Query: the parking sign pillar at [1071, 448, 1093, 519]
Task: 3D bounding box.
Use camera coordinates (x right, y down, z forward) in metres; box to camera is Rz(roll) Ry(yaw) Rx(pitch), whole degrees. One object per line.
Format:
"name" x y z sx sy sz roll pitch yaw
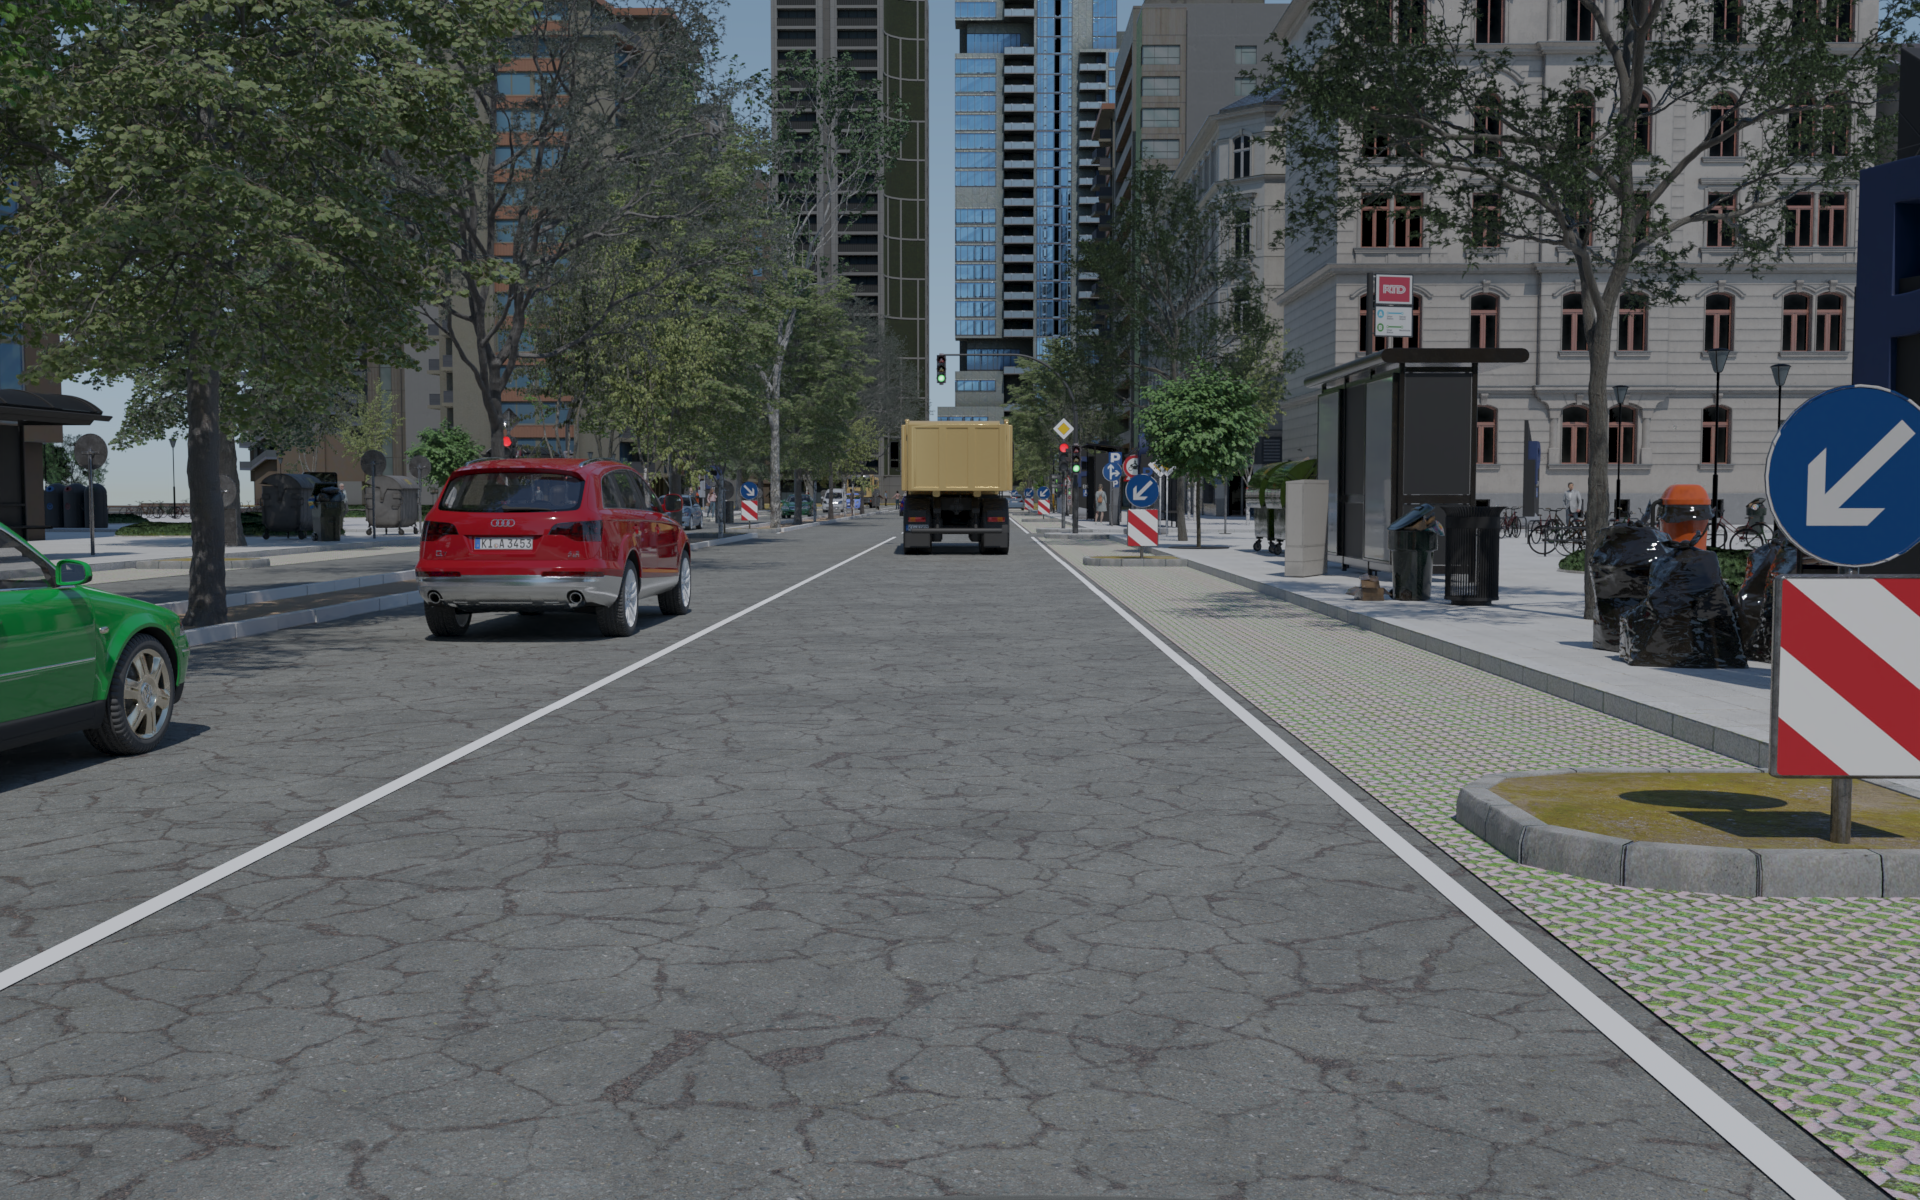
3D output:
"parking sign pillar" 6.496 -6.181 89.530 1.447 3.967 1.447 0 4 -5

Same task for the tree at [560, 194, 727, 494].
"tree" -7.554 -5.436 41.697 4.737 8.622 4.395 0 3 0

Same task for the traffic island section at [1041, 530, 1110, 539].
"traffic island section" 3.757 -2.077 56.247 2.009 0.180 2.903 0 4 1

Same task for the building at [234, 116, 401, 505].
"building" -73.775 -33.651 200.298 14.200 45.320 14.600 0 4 1

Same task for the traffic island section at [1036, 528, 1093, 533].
"traffic island section" 3.854 -2.566 64.231 2.009 0.180 2.903 0 4 1

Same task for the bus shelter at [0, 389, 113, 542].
"bus shelter" -18.326 -2.370 32.680 2.014 3.302 5.546 0 4 1

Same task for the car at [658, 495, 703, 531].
"car" -11.404 -3.516 69.481 2.014 1.417 4.499 0 4 0

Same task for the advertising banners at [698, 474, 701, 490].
"advertising banners" -17.805 -7.361 116.543 0.090 3.025 2.074 1 4 13

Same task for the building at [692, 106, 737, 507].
"building" -30.831 -30.155 176.627 14.154 41.232 14.086 0 4 1

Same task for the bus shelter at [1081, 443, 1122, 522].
"bus shelter" 6.697 -5.574 82.416 1.731 3.624 6.357 0 4 1

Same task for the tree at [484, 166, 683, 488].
"tree" -8.384 -5.153 37.067 4.360 8.622 3.978 0 3 0

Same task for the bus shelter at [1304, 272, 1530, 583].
"bus shelter" 7.158 -3.150 29.137 2.179 5.291 8.768 0 4 1

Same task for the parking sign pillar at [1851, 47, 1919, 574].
"parking sign pillar" 5.726 -1.311 9.908 1.447 3.967 1.447 -1 4 -11

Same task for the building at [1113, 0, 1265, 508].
"building" 26.307 -33.224 166.920 21.300 48.544 21.600 0 4 1

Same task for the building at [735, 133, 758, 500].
"building" -38.180 -33.131 196.324 28.867 44.769 22.147 0 4 1

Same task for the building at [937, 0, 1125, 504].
"building" 11.030 -56.735 240.280 31.000 86.520 22.319 0 4 1

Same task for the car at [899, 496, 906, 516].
"car" -3.051 -6.170 113.465 1.945 1.354 3.894 0 4 1

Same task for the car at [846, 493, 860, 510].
"car" -9.698 -8.967 156.196 1.945 1.707 3.694 0 4 2

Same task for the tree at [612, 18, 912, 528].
"tree" -8.596 -12.921 69.609 12.611 20.169 13.585 0 3 0

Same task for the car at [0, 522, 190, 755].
"car" -5.405 0.037 8.187 1.959 1.807 4.718 0 4 2

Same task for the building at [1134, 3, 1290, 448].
"building" 21.912 -28.449 148.728 14.154 41.232 14.086 0 4 1

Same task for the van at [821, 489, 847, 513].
"van" -9.688 -7.764 133.945 2.013 2.044 4.112 0 4 1

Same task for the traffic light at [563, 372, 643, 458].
"traffic light" -12.453 -5.484 64.335 4.771 5.953 1.251 0 4 1

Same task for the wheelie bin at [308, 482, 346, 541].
"wheelie bin" -17.208 -2.400 47.151 0.693 1.594 0.980 3 5 42

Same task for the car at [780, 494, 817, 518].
"car" -9.605 -5.607 103.476 2.131 1.459 4.920 0 4 1

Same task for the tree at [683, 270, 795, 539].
"tree" -7.465 -6.183 53.908 4.360 8.622 3.978 0 3 0

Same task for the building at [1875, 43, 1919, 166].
"building" 47.820 -13.892 76.278 18.267 20.994 9.793 0 4 1

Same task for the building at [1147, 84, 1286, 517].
"building" 22.693 -20.826 116.926 17.030 29.872 44.131 0 4 1

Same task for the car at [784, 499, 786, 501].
"car" -11.043 -6.596 119.649 2.131 1.459 4.920 0 4 2

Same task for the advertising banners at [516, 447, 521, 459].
"advertising banners" -17.700 -4.367 67.590 2.074 3.025 0.090 3 5 42

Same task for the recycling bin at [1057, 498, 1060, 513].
"recycling bin" 6.925 -6.344 116.271 0.722 1.027 0.722 1 4 10

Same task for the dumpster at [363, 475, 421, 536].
"dumpster" -17.774 -2.962 54.185 1.264 1.857 1.865 0 4 1

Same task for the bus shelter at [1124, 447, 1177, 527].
"bus shelter" 7.637 -4.509 67.650 2.014 3.302 5.546 0 4 1

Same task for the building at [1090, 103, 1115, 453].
"building" 25.892 -32.881 192.229 22.147 44.769 28.867 0 4 1

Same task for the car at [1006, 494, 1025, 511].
"car" 4.681 -8.426 149.762 2.014 1.417 4.499 0 4 1

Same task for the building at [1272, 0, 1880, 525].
"building" 26.733 -17.753 77.648 23.554 28.519 14.401 0 4 1

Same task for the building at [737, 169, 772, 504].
"building" -32.229 -35.945 237.806 14.200 45.320 14.600 0 4 1

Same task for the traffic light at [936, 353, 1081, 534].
"traffic light" 1.624 -4.976 56.018 4.771 5.953 1.251 0 4 1

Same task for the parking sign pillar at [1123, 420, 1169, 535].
"parking sign pillar" 5.950 -4.087 55.288 1.447 3.967 1.447 0 4 3

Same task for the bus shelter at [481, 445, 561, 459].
"bus shelter" -18.088 -4.771 71.930 2.014 3.302 5.546 0 4 1

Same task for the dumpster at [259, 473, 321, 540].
"dumpster" -19.004 -2.665 49.323 1.264 1.857 1.865 0 4 1

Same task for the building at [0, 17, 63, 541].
"building" -32.146 -23.858 40.197 14.200 45.320 14.600 0 4 1

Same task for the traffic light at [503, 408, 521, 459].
"traffic light" -14.643 -4.124 56.341 0.839 4.253 0.868 0 4 1

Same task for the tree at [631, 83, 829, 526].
"tree" -7.940 -7.780 47.782 7.486 12.596 7.792 0 3 0

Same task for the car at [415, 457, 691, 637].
"car" -4.282 -0.628 18.948 2.281 1.827 5.304 0 4 1

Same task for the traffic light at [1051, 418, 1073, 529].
"traffic light" 3.815 -4.599 64.118 0.839 4.253 0.868 0 4 1

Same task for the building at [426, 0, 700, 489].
"building" -35.139 -30.612 155.133 22.147 44.769 28.867 0 4 1

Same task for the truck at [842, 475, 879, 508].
"truck" -9.931 -11.043 176.471 3.469 3.379 9.791 0 4 2

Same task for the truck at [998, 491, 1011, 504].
"truck" 0.854 -5.476 78.441 2.839 4.237 11.283 0 4 -1

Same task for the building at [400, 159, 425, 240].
"building" -72.377 -37.828 242.196 21.600 48.544 21.300 0 4 1

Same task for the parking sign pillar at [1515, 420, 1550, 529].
"parking sign pillar" 21.015 -4.600 63.681 1.447 3.967 1.447 2 4 26

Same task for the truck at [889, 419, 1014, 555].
"truck" -0.158 -2.975 44.565 3.469 3.379 9.791 0 4 -1

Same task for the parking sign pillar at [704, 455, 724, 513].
"parking sign pillar" -16.831 -7.970 118.788 1.447 3.967 1.447 0 4 -8

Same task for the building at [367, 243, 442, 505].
"building" -59.614 -26.270 201.211 14.107 30.474 14.160 0 4 1

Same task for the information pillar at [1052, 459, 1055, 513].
"information pillar" 6.309 -7.659 116.577 0.183 3.616 0.504 1 4 10

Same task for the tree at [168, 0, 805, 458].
"tree" -7.731 -7.083 28.640 12.009 13.543 11.850 0 3 0

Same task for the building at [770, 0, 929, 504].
"building" -14.787 -49.032 239.923 20.611 71.187 20.563 0 4 1
